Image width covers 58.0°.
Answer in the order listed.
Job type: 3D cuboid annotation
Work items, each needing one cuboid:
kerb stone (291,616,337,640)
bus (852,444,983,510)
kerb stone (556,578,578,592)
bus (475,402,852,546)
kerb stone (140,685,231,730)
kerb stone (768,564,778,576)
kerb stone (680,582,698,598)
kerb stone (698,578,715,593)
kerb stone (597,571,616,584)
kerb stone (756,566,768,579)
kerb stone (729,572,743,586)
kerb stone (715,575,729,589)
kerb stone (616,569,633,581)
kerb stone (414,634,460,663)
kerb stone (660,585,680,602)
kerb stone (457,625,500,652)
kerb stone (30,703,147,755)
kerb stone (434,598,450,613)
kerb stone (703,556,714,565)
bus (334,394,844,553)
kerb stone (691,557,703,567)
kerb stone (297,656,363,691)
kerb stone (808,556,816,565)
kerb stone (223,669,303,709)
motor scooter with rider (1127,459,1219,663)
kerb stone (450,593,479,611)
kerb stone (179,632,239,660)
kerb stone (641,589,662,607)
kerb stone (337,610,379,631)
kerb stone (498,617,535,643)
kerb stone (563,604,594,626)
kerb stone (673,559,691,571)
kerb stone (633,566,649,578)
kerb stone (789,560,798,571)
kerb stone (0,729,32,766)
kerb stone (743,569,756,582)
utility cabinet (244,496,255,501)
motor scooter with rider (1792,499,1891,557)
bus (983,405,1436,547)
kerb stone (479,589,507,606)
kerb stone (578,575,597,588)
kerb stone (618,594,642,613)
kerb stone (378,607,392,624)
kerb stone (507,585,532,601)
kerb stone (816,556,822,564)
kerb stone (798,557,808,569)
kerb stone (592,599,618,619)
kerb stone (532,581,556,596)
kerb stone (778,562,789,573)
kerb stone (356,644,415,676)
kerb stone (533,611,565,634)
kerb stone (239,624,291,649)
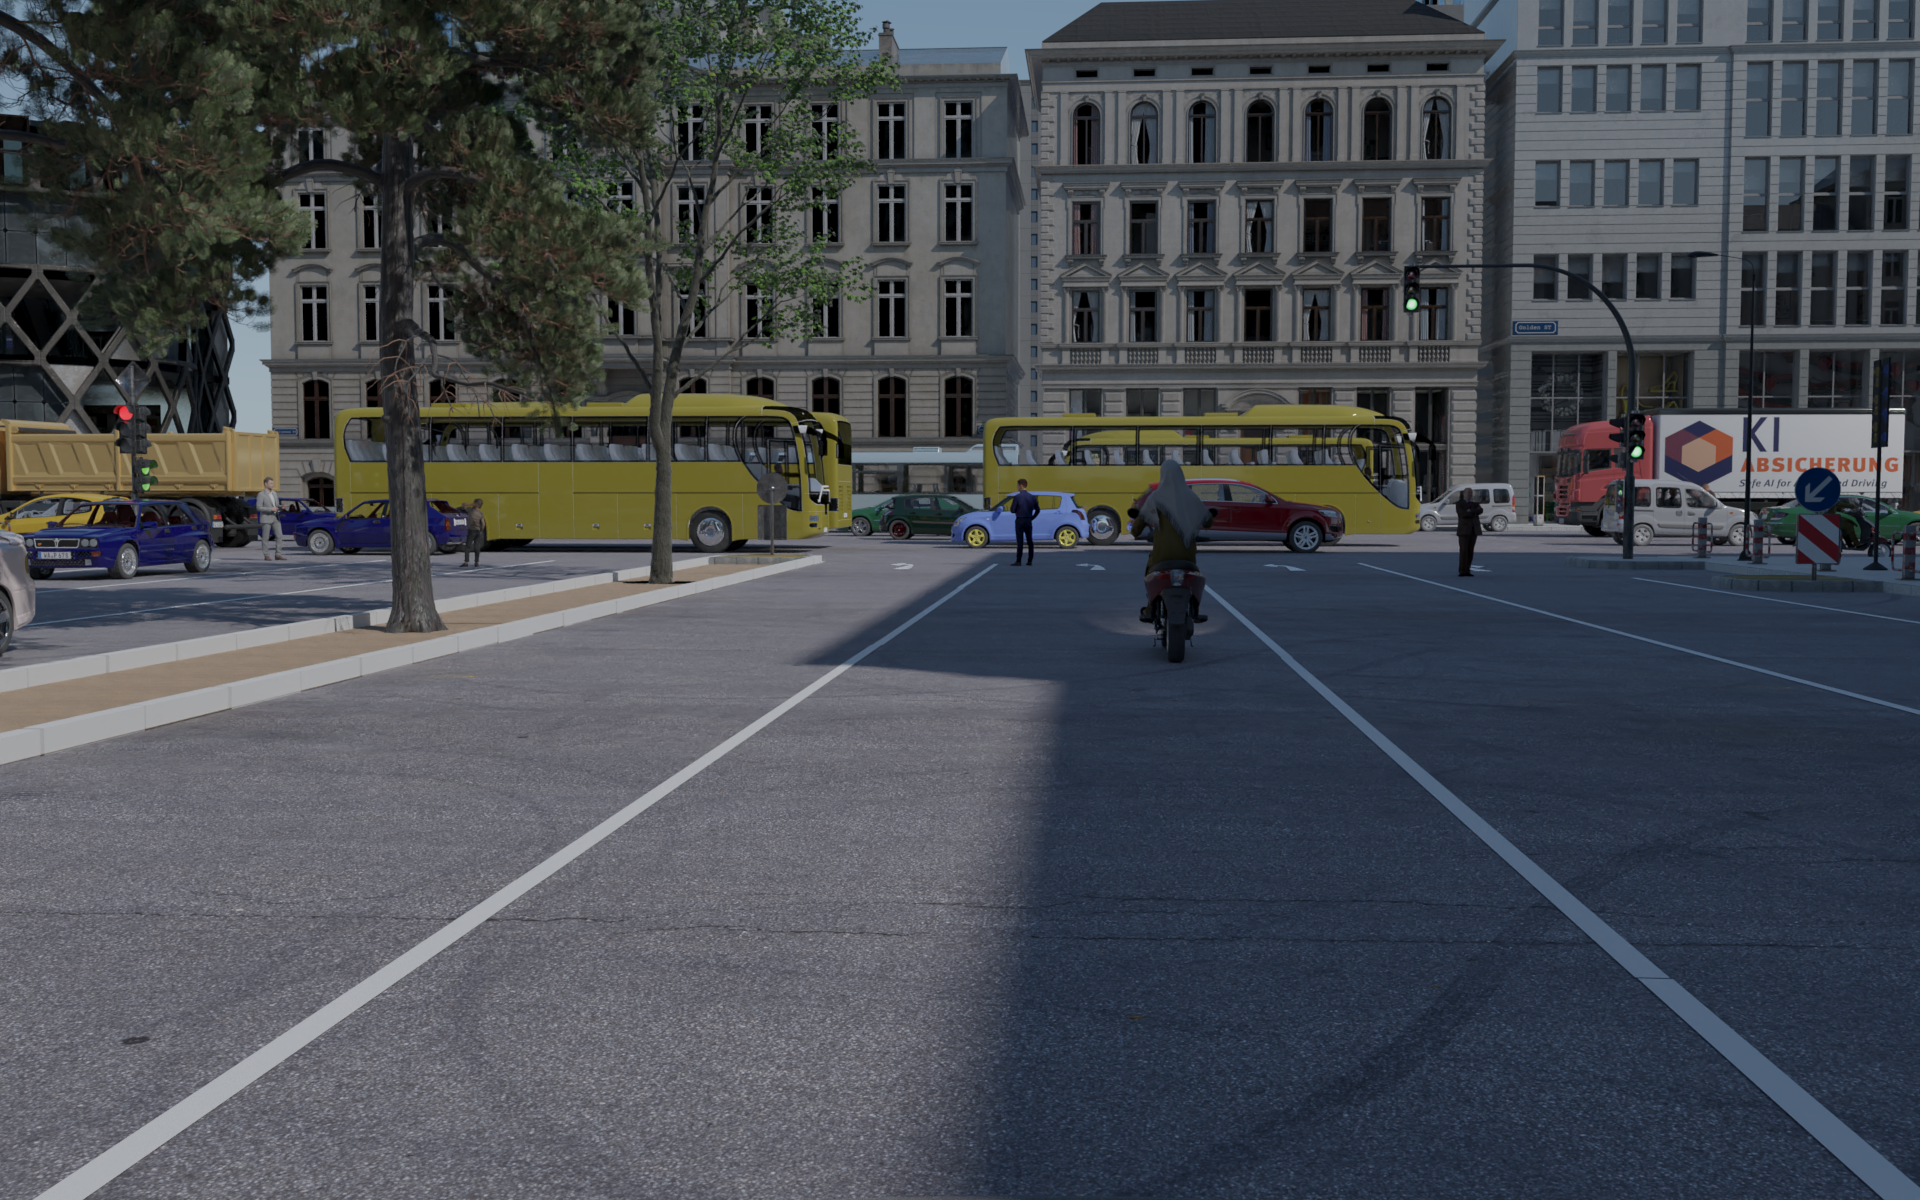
[{"bbox_3d":[-6.553,0.295,17.380,0.120,0.150,1.000,0,4,5],"label":"kerb stone"},{"bbox_3d":[-4.415,-4.286,64.936,13.247,3.499,2.948,0,4,3],"label":"bus"},{"bbox_3d":[-5.897,-0.208,25.588,0.120,0.150,1.000,0,4,5],"label":"kerb stone"},{"bbox_3d":[-9.139,-3.369,46.635,12.252,3.916,2.896,0,4,6],"label":"bus"},{"bbox_3d":[-4.963,0.685,11.019,0.120,0.150,1.000,0,4,5],"label":"kerb stone"},{"bbox_3d":[-3.397,-0.506,30.528,0.120,0.150,1.000,0,4,5],"label":"kerb stone"},{"bbox_3d":[-3.896,-0.131,24.357,0.120,0.150,1.000,0,4,5],"label":"kerb stone"},{"bbox_3d":[-3.805,-0.192,25.382,0.120,0.150,1.000,0,4,5],"label":"kerb stone"},{"bbox_3d":[-5.732,-0.332,27.638,0.120,0.150,1.000,0,4,5],"label":"kerb stone"},{"bbox_3d":[-3.477,-0.447,29.501,0.120,0.150,1.000,0,4,5],"label":"kerb stone"},{"bbox_3d":[-3.640,-0.315,27.440,0.120,0.150,1.000,0,4,5],"label":"kerb stone"},{"bbox_3d":[-3.724,-0.258,26.414,0.120,0.150,1.000,0,4,5],"label":"kerb stone"},{"bbox_3d":[-5.652,-0.396,28.666,0.120,0.150,1.000,0,4,5],"label":"kerb stone"},{"bbox_3d":[-4.631,0.438,15.119,0.120,0.150,1.000,0,4,5],"label":"kerb stone"},{"bbox_3d":[-3.981,-0.070,23.334,0.120,0.150,1.000,0,4,5],"label":"kerb stone"},{"bbox_3d":[-4.546,0.370,16.142,0.120,0.150,1.000,0,4,5],"label":"kerb stone"},{"bbox_3d":[-5.038,0.746,9.994,0.120,0.150,1.000,0,4,5],"label":"kerb stone"},{"bbox_3d":[-6.304,0.106,20.456,0.120,0.150,1.000,0,4,5],"label":"kerb stone"},{"bbox_3d":[-5.166,-0.772,34.820,0.120,0.150,1.000,0,4,5],"label":"kerb stone"},{"bbox_3d":[-9.171,-3.160,43.217,12.252,3.916,2.896,0,4,4],"label":"bus"},{"bbox_3d":[-5.246,-0.709,33.795,0.120,0.150,1.000,0,4,5],"label":"kerb stone"},{"bbox_3d":[-4.798,0.561,13.067,0.120,0.150,1.000,0,4,5],"label":"kerb stone"},{"bbox_3d":[-3.073,-0.758,34.629,0.120,0.150,1.000,0,4,5],"label":"kerb stone"},{"bbox_3d":[-4.872,0.621,12.042,0.120,0.150,1.000,0,4,5],"label":"kerb stone"},{"bbox_3d":[1.923,-0.392,15.378,0.876,1.779,1.986,0,4,5],"label":"motor scooter with rider"},{"bbox_3d":[-6.230,0.044,21.480,0.120,0.150,1.000,0,4,5],"label":"kerb stone"},{"bbox_3d":[-6.714,0.420,15.330,0.120,0.150,1.000,0,4,5],"label":"kerb stone"},{"bbox_3d":[-4.058,-0.006,22.298,0.120,0.150,1.000,0,4,5],"label":"kerb stone"},{"bbox_3d":[-6.471,0.235,18.404,0.120,0.150,1.000,0,4,5],"label":"kerb stone"},{"bbox_3d":[-4.457,0.308,17.166,0.120,0.150,1.000,0,4,5],"label":"kerb stone"},{"bbox_3d":[-4.298,0.182,19.216,0.120,0.150,1.000,0,4,5],"label":"kerb stone"},{"bbox_3d":[-5.322,-0.646,32.765,0.120,0.150,1.000,0,4,5],"label":"kerb stone"},{"bbox_3d":[-5.569,-0.458,29.690,0.120,0.150,1.000,0,4,5],"label":"kerb stone"},{"bbox_3d":[-3.235,-0.633,32.576,0.120,0.150,1.000,0,4,5],"label":"kerb stone"},{"bbox_3d":[-5.122,0.812,8.966,0.120,0.150,1.000,0,4,5],"label":"kerb stone"},{"bbox_3d":[-3.560,-0.382,28.463,0.120,0.150,1.000,0,4,5],"label":"kerb stone"},{"bbox_3d":[-34.574,-4.472,84.286,0.306,1.237,1.020,-3,4,-36],"label":"utility cabinet"},{"bbox_3d":[18.264,-1.641,35.803,1.986,1.779,0.876,0,4,4],"label":"motor scooter with rider"},{"bbox_3d":[6.832,-3.485,48.530,12.252,3.916,2.896,0,4,6],"label":"bus"},{"bbox_3d":[-6.150,-0.019,22.510,0.120,0.150,1.000,0,4,5],"label":"kerb stone"},{"bbox_3d":[-5.818,-0.269,26.615,0.120,0.150,1.000,0,4,5],"label":"kerb stone"},{"bbox_3d":[-4.132,0.057,21.268,0.120,0.150,1.000,0,4,5],"label":"kerb stone"},{"bbox_3d":[-6.392,0.169,19.429,0.120,0.150,1.000,0,4,5],"label":"kerb stone"},{"bbox_3d":[-6.068,-0.082,23.535,0.120,0.150,1.000,0,4,5],"label":"kerb stone"},{"bbox_3d":[-2.983,-0.823,35.652,0.120,0.150,1.000,0,4,5],"label":"kerb stone"},{"bbox_3d":[-3.147,-0.697,33.604,0.120,0.150,1.000,0,4,5],"label":"kerb stone"},{"bbox_3d":[-4.222,0.119,20.245,0.120,0.150,1.000,0,4,5],"label":"kerb stone"},{"bbox_3d":[-5.982,-0.140,24.562,0.120,0.150,1.000,0,4,5],"label":"kerb stone"},{"bbox_3d":[-3.313,-0.572,31.551,0.120,0.150,1.000,0,4,5],"label":"kerb stone"},{"bbox_3d":[-4.711,0.496,14.090,0.120,0.150,1.000,0,4,5],"label":"kerb stone"},{"bbox_3d":[-4.388,0.247,18.192,0.120,0.150,1.000,0,4,5],"label":"kerb stone"},{"bbox_3d":[-6.635,0.357,16.356,0.120,0.150,1.000,0,4,5],"label":"kerb stone"}]
